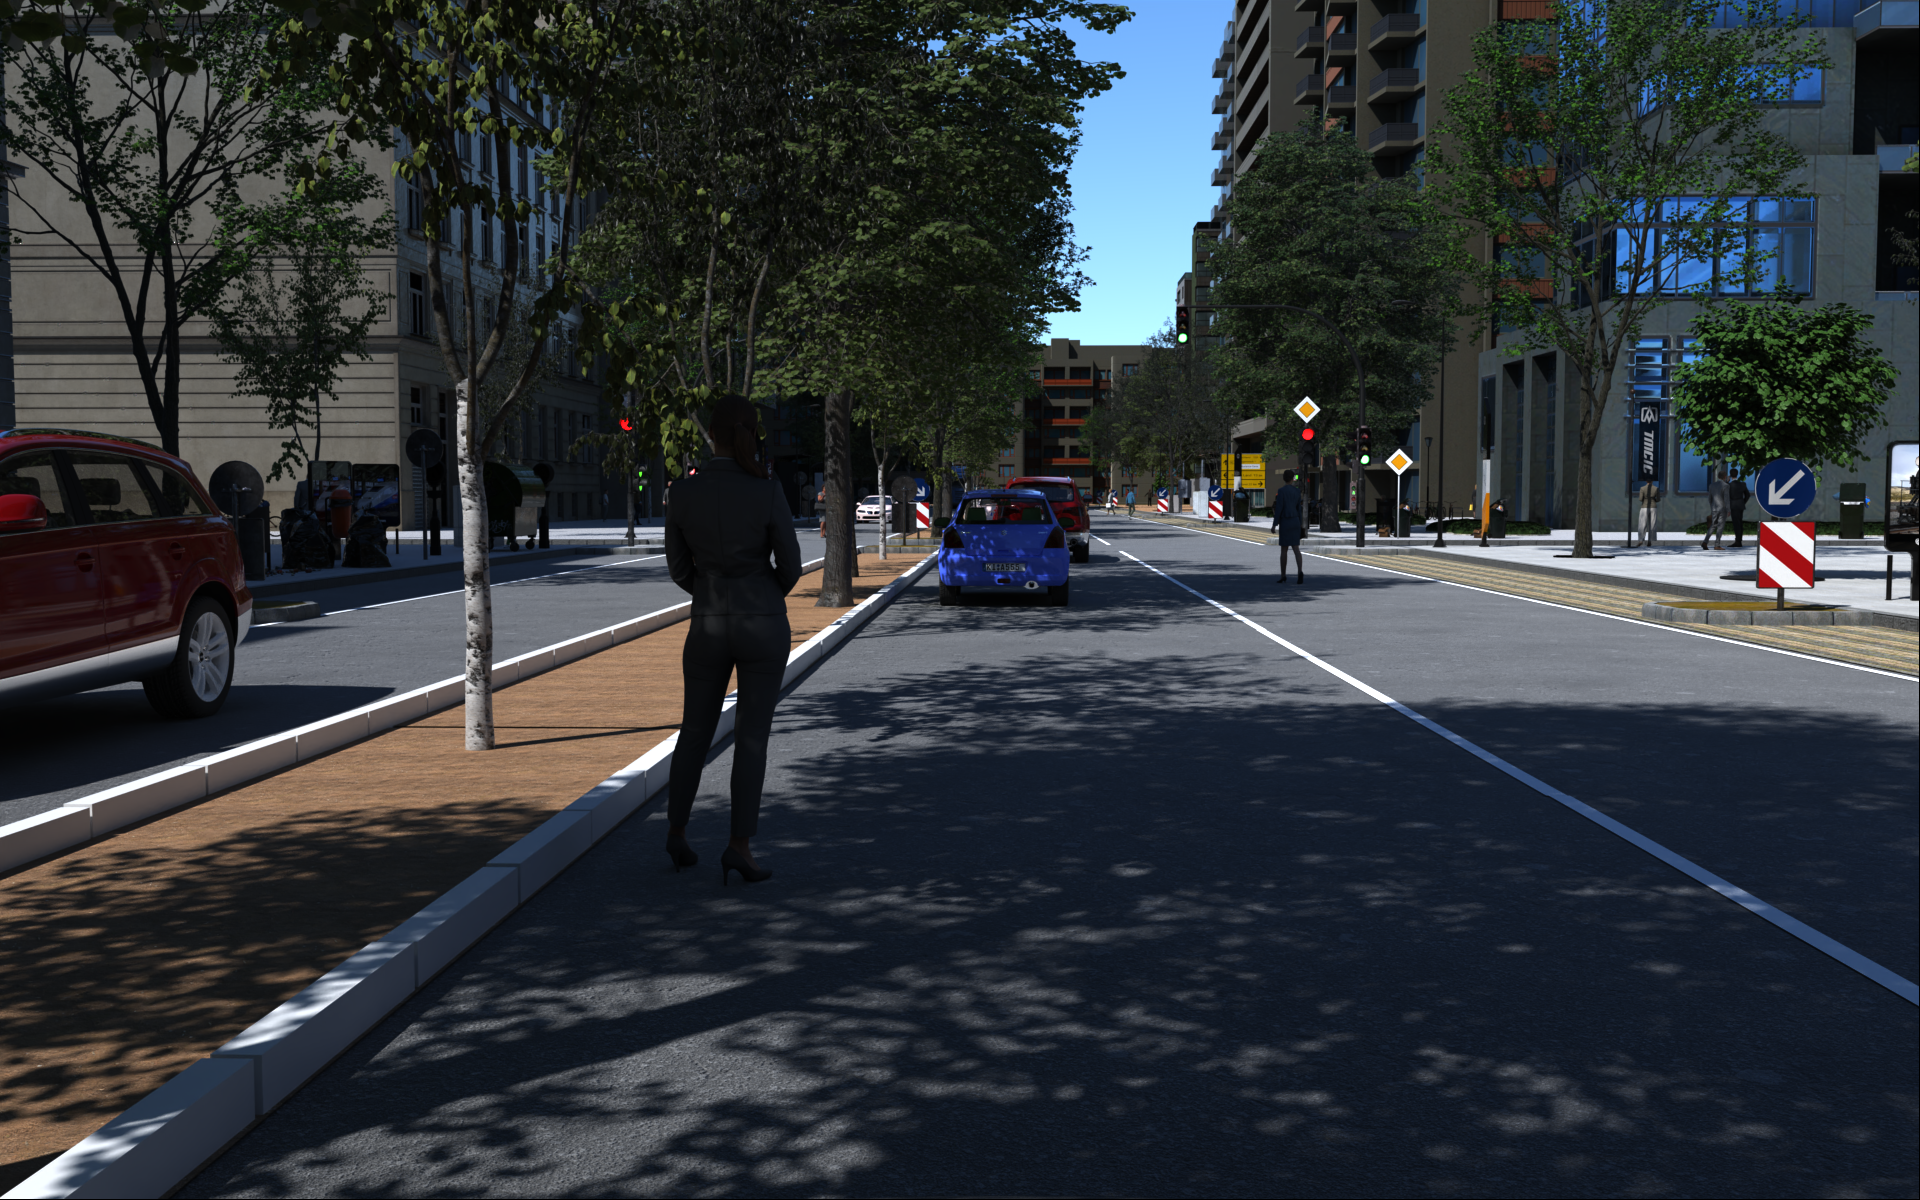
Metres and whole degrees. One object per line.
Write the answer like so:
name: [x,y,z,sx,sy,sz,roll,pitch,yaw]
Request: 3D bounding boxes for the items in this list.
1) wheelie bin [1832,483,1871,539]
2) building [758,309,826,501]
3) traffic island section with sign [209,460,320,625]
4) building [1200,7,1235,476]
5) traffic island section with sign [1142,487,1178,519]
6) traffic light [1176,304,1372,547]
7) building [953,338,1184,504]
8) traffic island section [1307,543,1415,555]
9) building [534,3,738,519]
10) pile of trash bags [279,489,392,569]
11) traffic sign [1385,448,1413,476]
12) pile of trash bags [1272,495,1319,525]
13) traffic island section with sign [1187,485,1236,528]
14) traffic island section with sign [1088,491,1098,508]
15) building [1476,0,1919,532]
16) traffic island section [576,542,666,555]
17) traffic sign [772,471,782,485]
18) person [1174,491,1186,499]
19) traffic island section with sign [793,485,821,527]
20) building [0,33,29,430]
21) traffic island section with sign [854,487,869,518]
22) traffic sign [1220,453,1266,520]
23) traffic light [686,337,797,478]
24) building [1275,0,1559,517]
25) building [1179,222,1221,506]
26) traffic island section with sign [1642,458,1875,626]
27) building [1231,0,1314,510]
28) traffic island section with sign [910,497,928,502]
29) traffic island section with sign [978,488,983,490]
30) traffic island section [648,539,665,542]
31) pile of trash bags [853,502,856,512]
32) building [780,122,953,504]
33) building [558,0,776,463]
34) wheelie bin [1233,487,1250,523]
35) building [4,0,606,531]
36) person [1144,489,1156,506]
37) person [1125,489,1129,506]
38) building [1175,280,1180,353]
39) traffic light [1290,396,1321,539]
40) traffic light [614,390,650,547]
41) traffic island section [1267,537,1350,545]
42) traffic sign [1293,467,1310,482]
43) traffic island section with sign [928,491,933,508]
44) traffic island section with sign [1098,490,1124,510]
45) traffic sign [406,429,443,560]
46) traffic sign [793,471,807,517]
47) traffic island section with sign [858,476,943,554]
wheelie bin: [25.408,-2.536,49.378,0.980,1.594,0.693,2,4,30]
building: [-28.021,-20.563,181.247,28.899,21.520,27.650,0,4,2]
traffic island section with sign: [-8.494,-0.683,19.798,1.989,1.847,2.006,0,4,2]
building: [35.420,-33.165,161.850,23.786,49.044,30.456,0,4,2]
traffic island section with sign: [11.673,-5.667,101.282,1.989,1.847,2.006,0,4,2]
traffic light: [7.534,-4.093,41.593,4.771,5.953,1.251,0,4,2]
building: [14.011,-23.564,230.315,28.899,21.520,27.650,0,4,2]
traffic island section: [9.667,-1.192,41.777,2.009,0.180,2.903,0,4,2]
building: [-25.789,-18.389,105.180,19.350,26.468,34.151,0,4,2]
pile of trash bags: [-11.273,-1.318,31.309,1.912,1.369,3.447,-1,4,-17]
traffic sign: [12.601,-3.054,49.665,0.795,2.593,0.064,1,4,9]
pile of trash bags: [14.142,-3.901,73.536,1.912,1.369,3.447,-1,4,-11]
traffic island section with sign: [10.770,-4.019,74.342,1.989,1.847,2.006,0,4,2]
traffic island section with sign: [14.286,-10.428,179.127,1.989,1.847,2.006,0,4,2]
building: [37.361,-46.092,66.269,31.000,86.520,22.319,0,4,2]
traffic island section: [-8.064,-1.229,42.375,2.009,0.180,2.903,0,4,2]
traffic sign: [-10.355,-5.900,96.473,0.884,2.594,0.081,1,4,10]
person: [17.169,-7.926,135.726,0.705,1.812,1.348,-3,4,-37]
traffic island section with sign: [-6.612,-4.124,76.059,1.989,1.847,2.006,0,4,2]
building: [-30.715,-11.441,28.853,24.055,21.916,13.314,0,4,2]
traffic island section with sign: [-5.707,-5.772,102.999,1.989,1.847,2.006,0,4,2]
traffic sign: [14.126,-5.662,86.440,2.265,3.308,0.079,0,4,5]
traffic light: [-5.663,-4.619,50.184,4.771,5.953,1.251,0,4,2]
building: [32.720,-27.708,107.652,22.147,44.769,28.867,0,4,2]
building: [31.541,-25.285,185.110,14.160,30.474,14.107,0,4,2]
traffic island section with sign: [8.927,-0.676,19.683,1.989,1.847,2.006,0,4,2]
building: [33.386,-31.302,135.488,21.300,48.544,21.600,0,4,2]
traffic island section with sign: [-4.043,-8.772,152.046,1.989,1.847,2.006,0,4,2]
traffic island section with sign: [1.362,-7.141,124.885,2.006,1.907,1.989,0,4,2]
traffic island section: [-7.796,-1.717,50.355,2.009,0.180,2.903,0,4,2]
pile of trash bags: [-8.901,-6.766,120.384,1.912,1.369,3.447,3,5,44]
building: [-11.854,-36.931,227.520,21.600,48.544,21.300,0,4,2]
building: [-29.750,-33.654,139.487,28.713,52.752,27.495,0,4,2]
wheelie bin: [12.680,-4.297,78.159,0.693,1.594,0.980,0,4,-7]
building: [-25.940,-14.676,73.230,16.112,22.955,30.059,0,4,2]
person: [20.334,-10.965,185.457,1.348,1.807,0.705,2,4,30]
person: [17.998,-11.017,186.108,0.705,1.831,1.348,1,4,17]
building: [35.291,-27.604,223.028,14.107,30.474,14.160,0,4,2]
traffic light: [9.896,-3.714,49.645,0.839,4.253,0.868,0,4,2]
traffic light: [-8.024,-3.261,42.239,0.839,4.253,0.868,0,4,2]
traffic island section: [9.935,-1.681,49.757,2.009,0.180,2.903,0,4,2]
traffic sign: [14.799,-4.621,75.563,0.884,2.594,0.081,1,4,10]
traffic island section with sign: [-3.144,-10.422,179.034,1.989,1.847,2.006,0,4,2]
traffic island section with sign: [13.375,-8.780,152.187,1.989,1.847,2.006,0,4,2]
traffic sign: [-10.454,-2.061,33.797,0.768,2.556,0.104,0,4,7]
traffic sign: [-8.992,-5.954,97.457,0.768,2.556,0.104,0,4,2]
traffic island section with sign: [-1.409,-2.095,42.386,2.006,1.907,1.989,0,4,2]
